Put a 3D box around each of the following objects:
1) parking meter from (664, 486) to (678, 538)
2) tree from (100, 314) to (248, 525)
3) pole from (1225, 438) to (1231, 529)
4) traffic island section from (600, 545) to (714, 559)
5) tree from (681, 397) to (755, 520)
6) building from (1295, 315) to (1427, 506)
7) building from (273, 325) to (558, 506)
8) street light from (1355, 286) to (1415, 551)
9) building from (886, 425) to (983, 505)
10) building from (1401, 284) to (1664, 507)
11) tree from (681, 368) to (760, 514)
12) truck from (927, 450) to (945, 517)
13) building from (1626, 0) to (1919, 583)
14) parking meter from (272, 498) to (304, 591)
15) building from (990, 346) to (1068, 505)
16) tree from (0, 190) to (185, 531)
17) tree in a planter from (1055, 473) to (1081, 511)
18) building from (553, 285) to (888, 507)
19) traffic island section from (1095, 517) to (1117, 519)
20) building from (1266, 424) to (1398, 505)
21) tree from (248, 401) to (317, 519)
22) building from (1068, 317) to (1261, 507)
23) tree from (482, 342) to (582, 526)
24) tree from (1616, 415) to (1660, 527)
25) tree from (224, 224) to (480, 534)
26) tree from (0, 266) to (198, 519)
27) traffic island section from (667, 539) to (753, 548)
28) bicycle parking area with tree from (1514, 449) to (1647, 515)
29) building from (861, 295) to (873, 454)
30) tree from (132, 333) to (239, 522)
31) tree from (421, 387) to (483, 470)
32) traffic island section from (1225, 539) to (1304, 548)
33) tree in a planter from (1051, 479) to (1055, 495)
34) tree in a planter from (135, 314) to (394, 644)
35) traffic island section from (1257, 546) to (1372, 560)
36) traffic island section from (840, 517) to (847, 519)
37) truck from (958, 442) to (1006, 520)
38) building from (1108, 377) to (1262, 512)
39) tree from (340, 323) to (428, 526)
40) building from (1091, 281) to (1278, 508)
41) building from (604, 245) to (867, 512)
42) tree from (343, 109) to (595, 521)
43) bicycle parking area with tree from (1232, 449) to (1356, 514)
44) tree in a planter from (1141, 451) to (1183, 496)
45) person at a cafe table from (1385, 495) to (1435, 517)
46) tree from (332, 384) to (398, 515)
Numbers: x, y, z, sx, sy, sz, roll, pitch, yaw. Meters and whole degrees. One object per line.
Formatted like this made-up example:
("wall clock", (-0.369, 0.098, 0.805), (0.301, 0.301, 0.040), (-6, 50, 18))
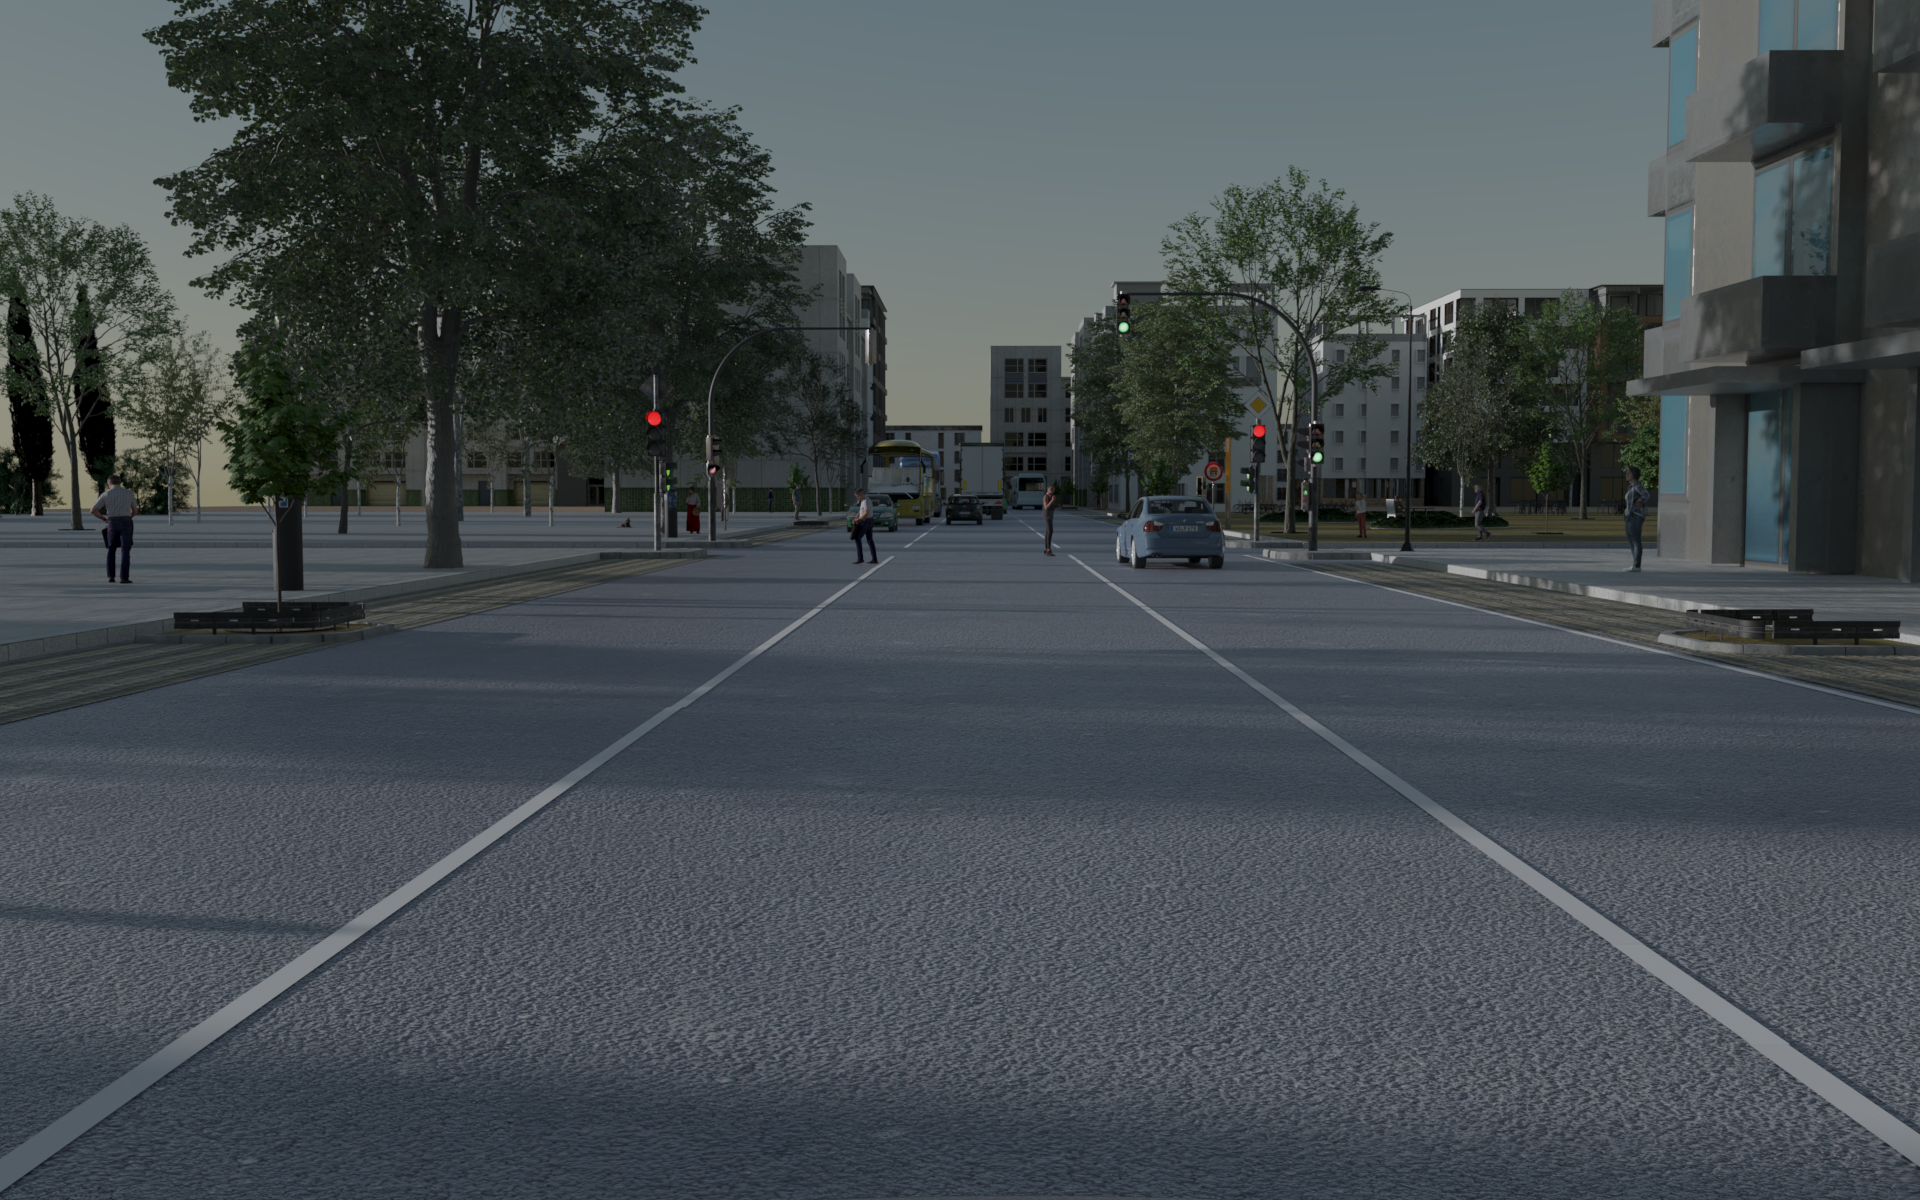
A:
("parking meter", (-8.500, -2.602, 50.951), (0.372, 1.533, 0.369), (0, 3, 0))
("tree", (-32.488, -7.362, 70.726), (4.737, 8.622, 4.395), (0, 3, 0))
("pole", (9.738, -4.221, 62.861), (0.158, 3.312, 0.155), (0, 3, 0))
("traffic island section", (-6.896, -1.049, 39.425), (2.009, 0.180, 2.903), (0, 4, 1))
("tree", (-11.857, -8.317, 86.349), (4.360, 8.622, 3.978), (0, 3, 0))
("building", (43.361, -20.335, 188.896), (11.380, 20.091, 16.016), (0, 4, 1))
("building", (-56.527, -19.793, 190.073), (31.486, 18.905, 16.747), (0, 4, 1))
("street light", (9.506, -4.049, 38.736), (1.470, 5.913, 1.316), (0, 4, 1))
("building", (-11.271, -16.510, 212.088), (28.070, 9.664, 9.099), (0, 4, 1))
("building", (66.088, -20.727, 182.860), (32.646, 21.610, 27.936), (0, 4, 1))
("tree", (-14.604, -9.284, 102.148), (4.737, 8.622, 4.395), (0, 3, 0))
("truck", (-2.449, -7.498, 112.346), (2.967, 4.110, 18.799), (0, 4, 0))
("building", (23.634, -24.556, 21.103), (23.786, 49.044, 30.456), (0, 4, 1))
("parking meter", (-8.947, -0.895, 23.042), (0.372, 1.533, 0.369), (0, 3, 0))
("building", (19.473, -21.293, 214.602), (31.486, 18.905, 16.747), (0, 4, 1))
("tree", (-31.325, -8.255, 60.731), (9.928, 11.665, 9.643), (0, 3, 0))
("tree in a planter", (9.421, -9.301, 149.296), (1.991, 3.239, 1.994), (0, 4, 1))
("building", (-24.539, -20.781, 183.744), (32.646, 21.610, 27.936), (0, 4, 1))
("traffic island section", (8.777, -4.695, 99.633), (1.991, 0.108, 1.994), (0, 4, 1))
("building", (49.768, -16.445, 211.025), (28.070, 9.664, 9.099), (0, 4, 1))
("tree", (-35.510, -8.441, 88.378), (4.737, 8.622, 4.395), (0, 3, 0))
("building", (20.824, -19.286, 181.789), (16.747, 18.905, 31.486), (0, 4, 1))
("tree", (-16.393, -7.252, 68.927), (4.360, 8.622, 3.978), (0, 3, 0))
("tree", (27.647, -5.178, 68.366), (4.285, 4.588, 4.351), (0, 3, 0))
("tree", (-19.764, -7.425, 55.805), (7.601, 10.594, 8.767), (2, 4, 26))
("tree", (-57.238, -12.532, 106.717), (18.604, 14.587, 13.155), (1, 4, 12))
("traffic island section", (-6.793, -1.537, 47.410), (2.009, 0.180, 2.903), (0, 4, 1))
("bicycle parking area with tree", (39.298, -7.514, 109.856), (8.231, 4.147, 9.016), (2, 4, 23))
("building", (-16.010, -18.592, 160.404), (16.016, 20.091, 11.380), (0, 4, 1))
("tree", (-34.925, -7.849, 78.686), (4.360, 8.622, 3.978), (0, 3, 0))
("tree", (-32.848, -9.854, 111.475), (4.360, 8.622, 3.978), (0, 3, 0))
("traffic island section", (8.107, -1.525, 47.214), (2.009, 0.180, 2.903), (0, 4, 1))
("tree in a planter", (9.763, -10.971, 176.595), (1.991, 3.239, 1.994), (0, 4, 1))
("tree in a planter", (-6.848, -1.230, 17.336), (1.991, 3.239, 1.994), (0, 4, 1))
("traffic island section", (8.004, -1.037, 39.230), (2.009, 0.180, 2.903), (0, 4, 1))
("traffic island section", (-5.805, -4.657, 99.008), (1.991, 0.108, 1.994), (0, 4, 1))
("truck", (1.272, -6.770, 99.606), (2.839, 4.237, 11.283), (0, 4, 1))
("building", (17.308, -12.029, 138.825), (9.099, 9.664, 28.070), (0, 4, 1))
("tree", (-22.792, -7.314, 69.944), (4.737, 8.622, 4.395), (0, 3, 0))
("building", (20.280, -18.547, 159.666), (16.016, 20.091, 11.380), (0, 4, 1))
("building", (-16.874, -16.673, 139.058), (16.747, 18.905, 31.486), (0, 4, 1))
("tree", (-22.616, -13.800, 81.514), (12.611, 20.169, 13.585), (0, 3, 0))
("bicycle parking area with tree", (21.737, -7.677, 112.518), (9.016, 4.147, 8.231), (1, 4, 21))
("tree in a planter", (8.431, -4.610, 72.596), (1.991, 3.239, 1.994), (0, 4, 1))
("person at a cafe table", (18.047, -3.643, 70.426), (1.726, 1.238, 1.698), (-2, 4, -35))
("tree", (-35.847, -9.388, 103.855), (4.360, 8.622, 3.978), (0, 3, 0))
